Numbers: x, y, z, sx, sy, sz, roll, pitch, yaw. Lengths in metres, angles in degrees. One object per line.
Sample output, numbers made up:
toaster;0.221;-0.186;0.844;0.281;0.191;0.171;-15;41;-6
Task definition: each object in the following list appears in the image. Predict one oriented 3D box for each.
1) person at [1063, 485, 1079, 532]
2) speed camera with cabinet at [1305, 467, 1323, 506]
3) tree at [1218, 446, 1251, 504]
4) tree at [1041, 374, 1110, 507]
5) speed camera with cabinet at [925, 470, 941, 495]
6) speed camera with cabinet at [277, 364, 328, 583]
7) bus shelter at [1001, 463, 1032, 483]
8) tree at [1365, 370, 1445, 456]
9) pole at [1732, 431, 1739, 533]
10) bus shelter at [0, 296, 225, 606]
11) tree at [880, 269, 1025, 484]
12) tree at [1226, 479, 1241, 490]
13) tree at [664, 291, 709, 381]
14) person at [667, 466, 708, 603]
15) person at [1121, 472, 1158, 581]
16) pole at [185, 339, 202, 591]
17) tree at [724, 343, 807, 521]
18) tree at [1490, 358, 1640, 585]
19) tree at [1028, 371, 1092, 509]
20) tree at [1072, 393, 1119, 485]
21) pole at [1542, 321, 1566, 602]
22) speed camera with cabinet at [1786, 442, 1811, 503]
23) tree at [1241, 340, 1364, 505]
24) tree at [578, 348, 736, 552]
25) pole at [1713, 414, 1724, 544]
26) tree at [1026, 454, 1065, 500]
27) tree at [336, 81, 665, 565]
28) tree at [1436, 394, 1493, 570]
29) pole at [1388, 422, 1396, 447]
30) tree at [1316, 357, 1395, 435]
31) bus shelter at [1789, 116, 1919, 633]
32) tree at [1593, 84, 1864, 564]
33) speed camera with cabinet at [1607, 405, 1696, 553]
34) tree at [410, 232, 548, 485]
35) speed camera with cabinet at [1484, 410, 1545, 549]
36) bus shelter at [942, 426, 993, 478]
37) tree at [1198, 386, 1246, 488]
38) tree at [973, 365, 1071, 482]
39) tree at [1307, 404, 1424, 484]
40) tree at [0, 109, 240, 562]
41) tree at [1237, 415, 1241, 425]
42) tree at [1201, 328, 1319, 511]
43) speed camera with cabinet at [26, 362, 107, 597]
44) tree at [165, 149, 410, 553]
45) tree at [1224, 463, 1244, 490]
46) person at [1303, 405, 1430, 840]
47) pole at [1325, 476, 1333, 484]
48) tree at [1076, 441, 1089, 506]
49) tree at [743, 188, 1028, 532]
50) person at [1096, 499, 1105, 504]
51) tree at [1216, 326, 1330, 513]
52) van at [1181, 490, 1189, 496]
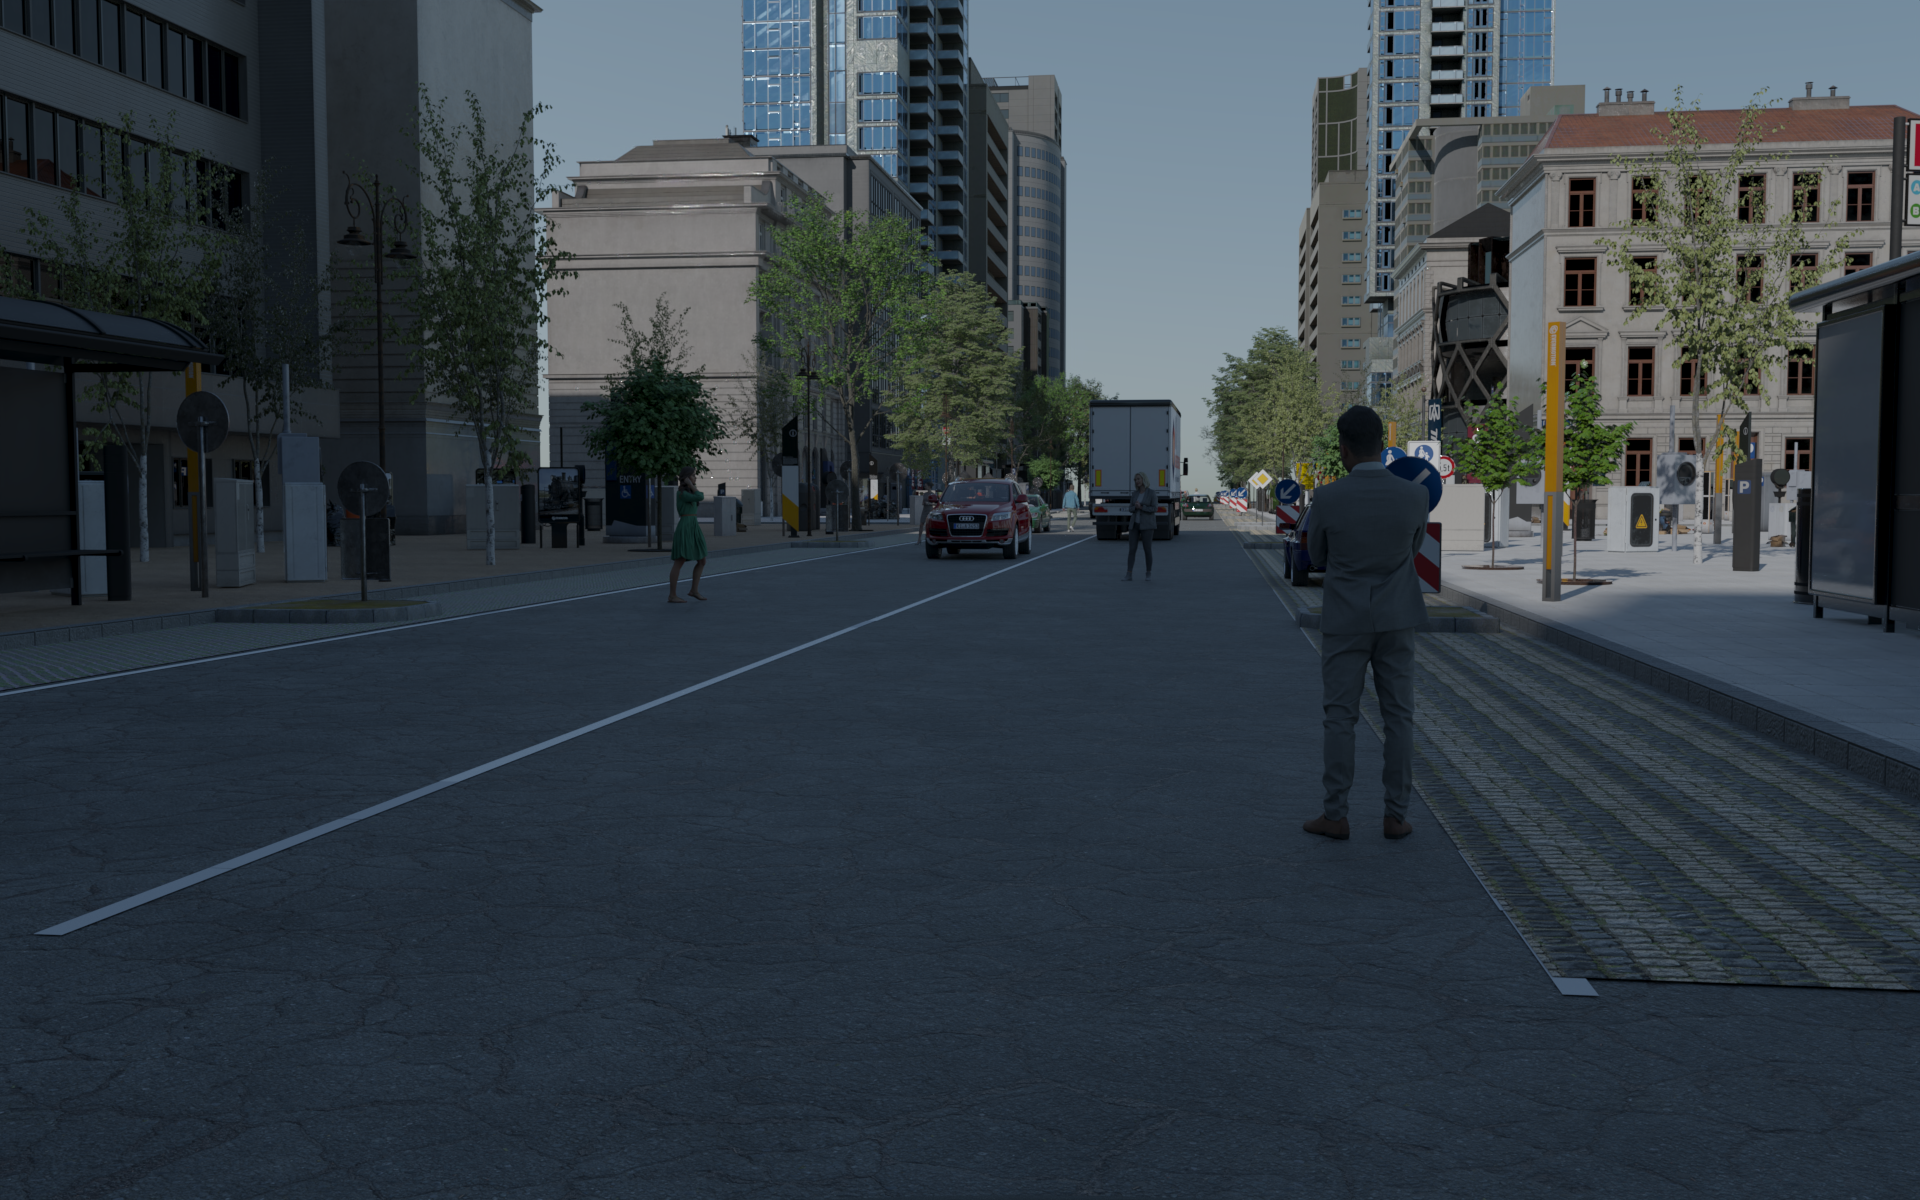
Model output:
person;4.175;-3.441;65.106;0.601;1.785;0.444;2;4;27
speed camera with cabinet;19.297;-6.197;95.659;2.038;3.252;0.660;1;4;21
tree;38.926;-19.164;239.090;9.928;11.665;9.643;0;3;0
tree;11.536;-15.206;165.633;9.611;12.733;9.660;0;3;0
speed camera with cabinet;-2.046;-8.937;140.457;0.660;3.252;2.038;2;4;32
speed camera with cabinet;-9.829;-1.929;25.882;0.660;3.252;2.038;-1;4;-22
bus shelter;4.339;-8.635;132.467;1.731;3.624;6.357;0;4;8
tree;26.781;-9.379;103.706;4.737;8.622;4.395;0;3;0
pole;25.230;-3.818;56.269;0.158;3.312;0.155;0;3;0
bus shelter;-9.816;-1.432;17.337;2.014;3.302;5.546;0;4;8
tree;-0.091;-10.367;87.622;7.486;12.596;7.792;0;3;0
tree;46.383;-18.767;290.550;4.285;4.588;4.351;0;3;0
tree;-11.390;-6.933;63.724;4.737;8.622;4.395;0;3;0
person;-3.609;-0.866;22.903;0.529;1.795;0.600;0;4;-5
person;2.997;-1.217;28.578;0.537;1.800;0.526;3;5;42
pole;-10.077;-1.773;22.831;0.158;3.312;0.155;0;3;0
tree;-9.145;-8.113;83.013;4.360;8.622;3.978;0;3;0
tree;8.865;-1.836;24.614;1.663;3.219;1.824;0;3;0
tree;7.605;-13.522;146.834;9.928;11.665;9.643;0;3;0
tree;18.065;-18.970;216.812;9.857;13.997;8.962;0;3;0
pole;7.072;-1.637;20.614;0.158;3.312;0.155;0;3;0
speed camera with cabinet;32.398;-4.370;65.793;0.660;3.252;2.038;-1;4;-18
tree;16.241;-8.085;82.557;4.737;8.622;4.395;0;3;0
tree;-6.687;-3.372;38.846;4.285;4.588;4.351;0;3;0
pole;19.479;-3.096;44.458;0.158;3.312;0.155;0;3;0
tree;6.743;-9.422;137.756;4.285;4.588;4.351;0;3;0
tree;-8.611;-4.922;30.841;4.737;8.622;4.395;0;3;0
tree;9.230;-2.134;29.493;1.663;3.219;1.824;0;3;0
pole;12.214;-3.375;49.023;0.158;3.312;0.155;0;3;0
tree;21.030;-8.697;92.563;4.360;8.622;3.978;0;3;0
bus shelter;9.423;-2.362;16.243;2.179;5.291;8.768;0;4;8
tree;13.841;-4.971;31.642;4.737;8.622;4.395;0;3;0
speed camera with cabinet;15.302;-2.684;38.227;2.038;3.252;0.660;-1;4;-22
tree;-13.357;-6.013;48.669;4.360;8.622;3.978;0;3;0
speed camera with cabinet;12.989;-2.863;41.143;2.038;3.252;0.660;3;5;41
bus shelter;0.399;-7.741;104.202;2.179;5.291;8.768;0;4;8
tree;31.117;-17.066;189.399;12.009;13.543;11.850;0;3;0
tree;4.168;-11.463;121.840;8.767;10.594;7.601;2;4;30
tree;14.393;-4.846;62.939;4.285;4.588;4.351;0;3;0
tree;-15.733;-5.035;32.689;4.737;8.622;4.395;0;3;0
tree;19.157;-9.414;104.277;4.737;8.622;4.395;0;3;0
tree;23.556;-13.947;134.687;9.857;13.997;8.962;0;3;0
speed camera with cabinet;-11.456;-1.706;22.233;2.038;3.252;0.660;3;5;44
tree;-15.144;-5.342;37.710;4.360;8.622;3.978;0;3;0
tree;40.055;-18.388;250.999;4.360;8.622;3.978;0;3;0
person;1.708;0.083;7.332;0.511;1.800;0.466;-1;4;-11
pole;16.397;-5.104;77.291;0.158;3.312;0.155;0;3;0
tree;13.955;-14.642;189.751;4.737;8.622;4.395;0;3;0
tree;-3.712;-8.188;59.621;9.928;11.665;9.643;0;3;0
person;5.629;-3.769;69.998;0.514;1.842;0.818;2;4;35
tree;21.491;-12.172;117.132;7.486;12.596;7.792;0;3;0
van;22.691;-10.394;176.957;2.013;2.044;4.112;1;4;10
